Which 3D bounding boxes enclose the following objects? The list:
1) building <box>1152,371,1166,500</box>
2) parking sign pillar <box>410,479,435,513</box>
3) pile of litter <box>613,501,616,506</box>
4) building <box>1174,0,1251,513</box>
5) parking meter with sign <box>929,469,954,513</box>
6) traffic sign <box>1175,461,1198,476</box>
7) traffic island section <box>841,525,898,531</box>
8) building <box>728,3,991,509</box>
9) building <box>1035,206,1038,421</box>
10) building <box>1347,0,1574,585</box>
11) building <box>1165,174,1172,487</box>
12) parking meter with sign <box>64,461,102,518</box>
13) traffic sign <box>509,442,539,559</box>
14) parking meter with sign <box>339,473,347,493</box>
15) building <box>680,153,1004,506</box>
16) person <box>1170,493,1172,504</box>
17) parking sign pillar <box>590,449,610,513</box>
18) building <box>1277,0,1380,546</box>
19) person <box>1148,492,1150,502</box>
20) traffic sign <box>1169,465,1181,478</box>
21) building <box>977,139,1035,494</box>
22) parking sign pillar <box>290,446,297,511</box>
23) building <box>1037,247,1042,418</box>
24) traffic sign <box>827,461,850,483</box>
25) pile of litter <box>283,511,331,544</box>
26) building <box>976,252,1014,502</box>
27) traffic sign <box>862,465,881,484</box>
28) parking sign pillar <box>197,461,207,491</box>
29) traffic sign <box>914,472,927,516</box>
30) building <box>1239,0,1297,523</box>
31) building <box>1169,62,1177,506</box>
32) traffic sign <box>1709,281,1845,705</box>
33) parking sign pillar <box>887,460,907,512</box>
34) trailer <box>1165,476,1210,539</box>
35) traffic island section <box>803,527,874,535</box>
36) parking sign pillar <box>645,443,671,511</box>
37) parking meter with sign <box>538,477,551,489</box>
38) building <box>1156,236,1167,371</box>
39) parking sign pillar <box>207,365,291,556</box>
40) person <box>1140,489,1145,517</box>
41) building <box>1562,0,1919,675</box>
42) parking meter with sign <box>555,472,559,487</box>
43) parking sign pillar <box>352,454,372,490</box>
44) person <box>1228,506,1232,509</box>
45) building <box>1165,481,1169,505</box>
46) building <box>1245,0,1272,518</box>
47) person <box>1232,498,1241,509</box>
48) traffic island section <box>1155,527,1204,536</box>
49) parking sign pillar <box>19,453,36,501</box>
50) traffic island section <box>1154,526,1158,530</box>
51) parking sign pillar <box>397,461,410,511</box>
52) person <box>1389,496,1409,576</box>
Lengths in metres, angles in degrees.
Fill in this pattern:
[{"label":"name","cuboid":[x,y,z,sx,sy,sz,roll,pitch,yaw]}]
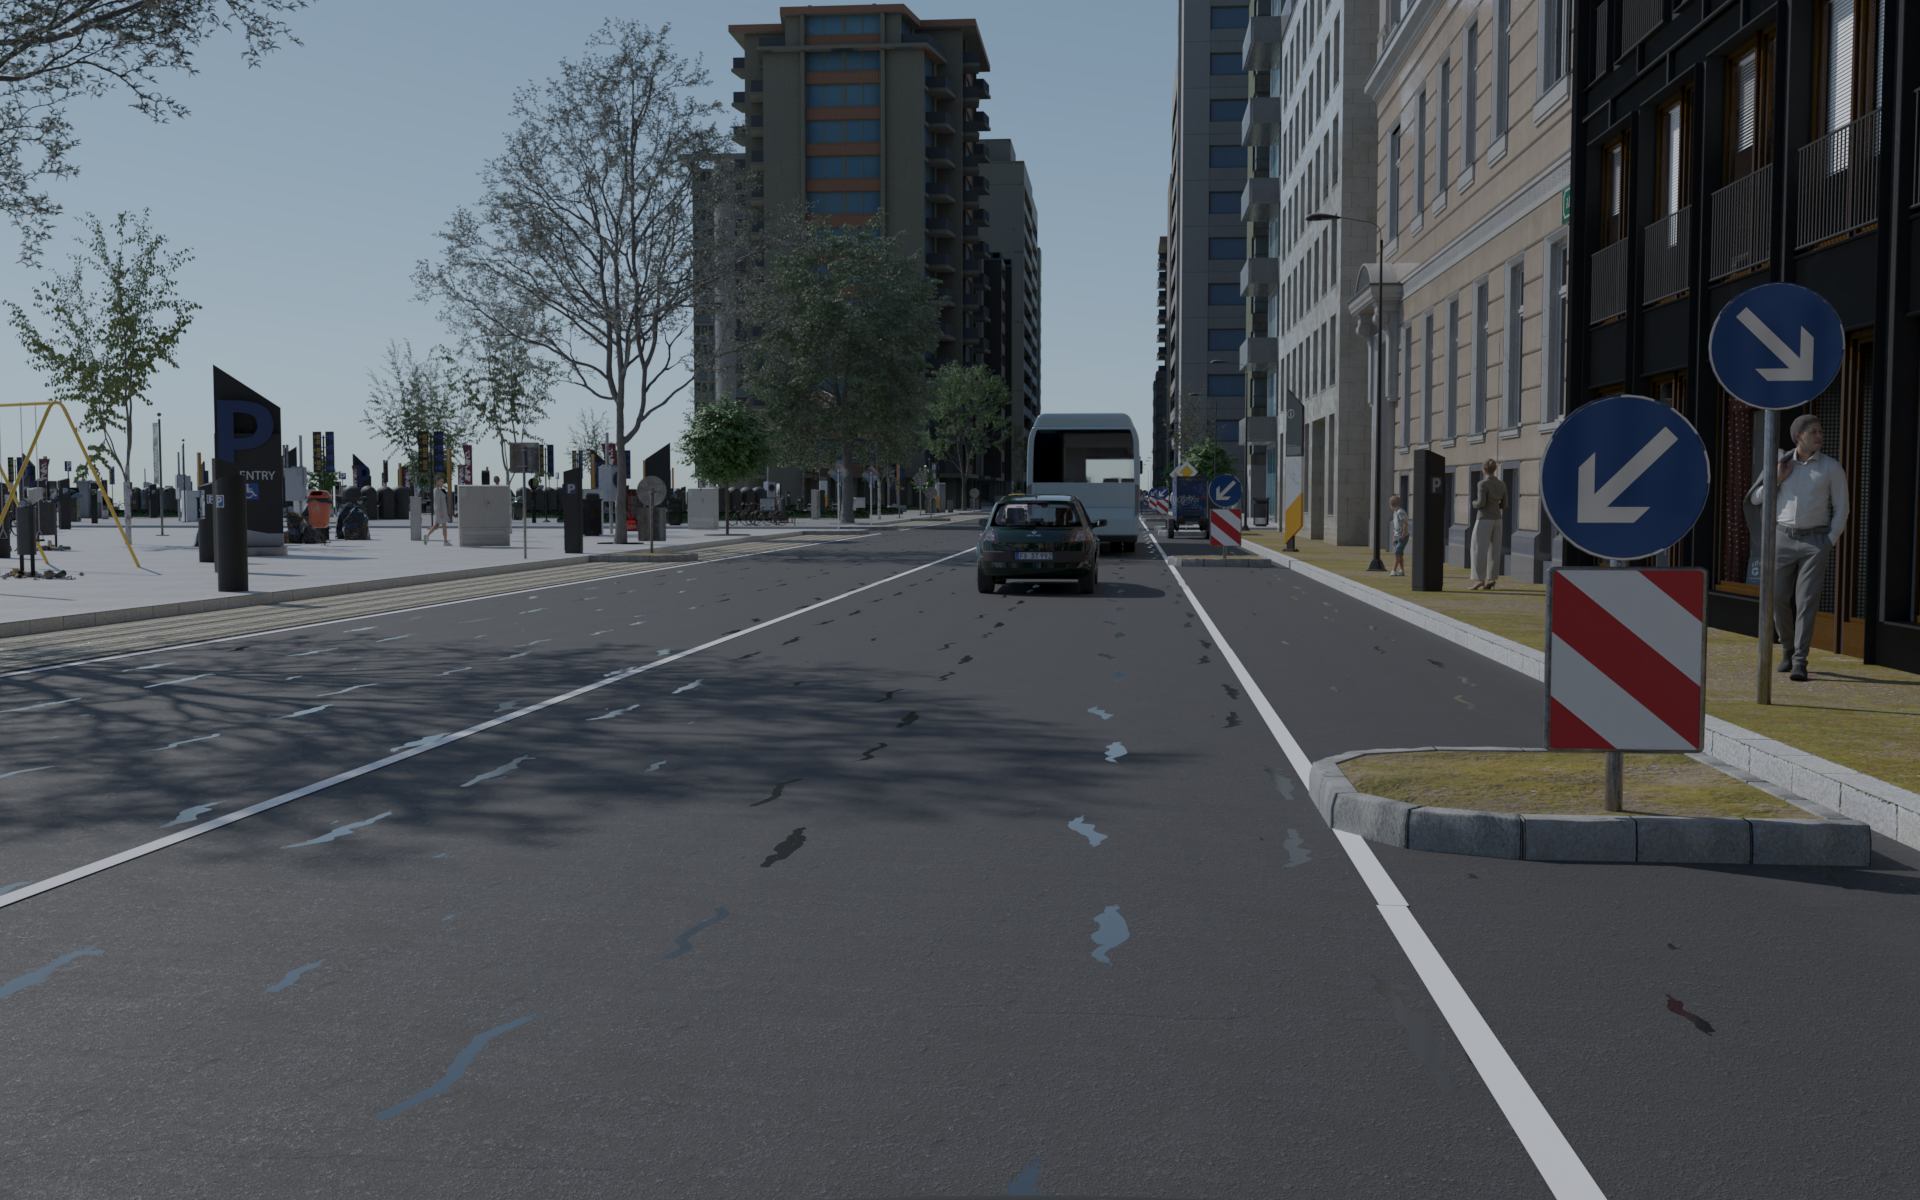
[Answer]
[{"label":"building","cuboid":[42.680,-25.185,256.812,27.650,21.520,28.899,0,4,5]},{"label":"parking sign pillar","cuboid":[-35.730,-7.827,116.450,1.447,3.967,1.447,2,4,31]},{"label":"pile of litter","cuboid":[-27.713,-7.670,139.361,1.719,0.858,1.176,-3,5,-44]},{"label":"building","cuboid":[26.466,-35.777,126.951,21.231,58.520,28.212,0,4,5]},{"label":"parking meter with sign","cuboid":[-1.335,-7.519,119.201,1.738,3.016,0.543,-1,4,-11]},{"label":"traffic sign","cuboid":[7.908,-3.556,60.332,0.795,2.593,0.064,0,4,5]},{"label":"traffic island section","cuboid":[-3.601,-2.890,69.527,2.009,0.180,2.903,0,4,5]},{"label":"building","cuboid":[-8.773,-30.868,159.309,22.147,44.769,28.867,0,4,5]},{"label":"building","cuboid":[0.512,-39.020,261.676,21.300,48.544,21.600,0,4,5]},{"label":"building","cuboid":[15.043,-14.947,30.293,13.634,28.700,20.117,0,4,5]},{"label":"building","cuboid":[35.180,-35.785,235.188,14.600,45.320,14.200,0,4,5]},{"label":"parking meter with sign","cuboid":[-46.210,-5.819,91.395,1.738,3.016,0.543,0,4,0]},{"label":"traffic sign","cuboid":[-8.613,-1.965,34.264,0.606,2.300,0.079,0,4,6]},{"label":"parking meter with sign","cuboid":[-50.310,-8.874,141.355,0.543,3.016,1.738,-2,4,-24]},{"label":"building","cuboid":[-11.718,-30.235,186.225,32.217,40.220,23.993,0,4,5]},{"label":"person","cuboid":[9.471,-4.075,75.226,0.679,1.850,0.850,1,4,17]},{"label":"parking sign pillar","cuboid":[-21.645,-7.094,104.466,1.447,3.967,1.447,3,4,37]},{"label":"building","cuboid":[15.251,-11.939,49.947,10.420,20.320,16.860,0,4,5]},{"label":"person","cuboid":[32.144,-17.566,294.159,0.541,1.710,0.530,-2,4,-35]},{"label":"traffic sign","cuboid":[8.661,-4.042,68.282,0.795,2.593,0.064,0,4,5]},{"label":"building","cuboid":[-1.197,-37.705,240.181,21.300,48.544,21.600,0,4,5]},{"label":"parking sign pillar","cuboid":[-38.060,-6.683,97.732,1.447,3.967,1.447,-1,4,-15]},{"label":"building","cuboid":[5.775,-36.458,279.683,14.154,41.232,14.086,0,4,5]},{"label":"traffic sign","cuboid":[-4.329,-3.628,61.508,0.795,2.593,0.064,0,4,5]},{"label":"pile of litter","cuboid":[-17.291,-1.897,44.984,1.719,0.858,1.176,0,4,-2]},{"label":"building","cuboid":[-1.028,-26.506,205.076,14.160,30.474,14.107,0,4,5]},{"label":"traffic sign","cuboid":[-3.576,-4.114,69.457,0.795,2.593,0.064,0,4,5]},{"label":"parking sign pillar","cuboid":[-62.325,-9.426,142.591,1.447,3.967,1.447,3,5,43]},{"label":"traffic sign","cuboid":[-2.305,-6.167,100.934,0.768,2.556,0.104,0,4,7]},{"label":"building","cuboid":[28.302,-28.083,78.765,30.456,49.044,23.786,0,4,5]},{"label":"building","cuboid":[33.072,-34.109,181.387,21.300,48.544,21.600,0,4,5]},{"label":"traffic sign","cuboid":[4.911,-0.636,10.501,0.768,2.556,0.104,1,4,10]},{"label":"parking sign pillar","cuboid":[-4.532,-8.293,124.067,1.447,3.967,1.447,-2,4,-26]},{"label":"trailer","cuboid":[7.462,-3.034,56.650,1.471,1.999,3.904,0,4,4]},{"label":"traffic island section","cuboid":[-4.354,-2.403,61.577,2.009,0.180,2.903,0,4,5]},{"label":"parking sign pillar","cuboid":[-15.762,-6.238,90.469,1.447,3.967,1.447,0,4,-5]},{"label":"parking meter with sign","cuboid":[-34.991,-9.045,144.140,1.738,3.016,0.543,0,4,-1]},{"label":"building","cuboid":[43.512,-38.573,285.288,22.147,44.769,28.867,0,4,5]},{"label":"parking sign pillar","cuboid":[-14.852,-2.917,36.162,1.447,3.967,1.447,-1,4,-21]},{"label":"person","cuboid":[11.317,-6.118,109.126,0.593,1.750,0.643,-1,4,-14]},{"label":"building","cuboid":[12.939,-11.190,12.633,12.332,23.373,15.834,0,4,5]},{"label":"parking meter with sign","cuboid":[-31.792,-8.800,140.135,1.738,3.016,0.543,-3,4,-36]},{"label":"parking sign pillar","cuboid":[-40.288,-7.845,116.743,1.447,3.967,1.447,2,4,24]},{"label":"person","cuboid":[11.261,-3.920,71.949,0.330,1.601,0.589,-1,4,-15]},{"label":"building","cuboid":[40.628,-31.309,203.783,32.217,40.220,23.993,0,4,5]},{"label":"building","cuboid":[23.327,-20.010,98.868,14.160,30.474,14.107,0,4,5]},{"label":"person","cuboid":[10.474,-3.485,65.750,0.850,1.792,0.678,-2,4,-24]},{"label":"traffic island section","cuboid":[7.933,-2.332,60.413,2.009,0.180,2.903,0,4,5]},{"label":"parking sign pillar","cuboid":[-61.156,-7.651,113.563,1.447,3.967,1.447,2,4,31]},{"label":"traffic island section","cuboid":[8.685,-2.818,68.362,2.009,0.180,2.903,0,4,5]},{"label":"parking sign pillar","cuboid":[-40.897,-8.543,128.145,1.447,3.967,1.447,0,4,-6]},{"label":"person","cuboid":[6.861,-1.000,27.080,0.352,1.250,0.332,2,4,34]}]
